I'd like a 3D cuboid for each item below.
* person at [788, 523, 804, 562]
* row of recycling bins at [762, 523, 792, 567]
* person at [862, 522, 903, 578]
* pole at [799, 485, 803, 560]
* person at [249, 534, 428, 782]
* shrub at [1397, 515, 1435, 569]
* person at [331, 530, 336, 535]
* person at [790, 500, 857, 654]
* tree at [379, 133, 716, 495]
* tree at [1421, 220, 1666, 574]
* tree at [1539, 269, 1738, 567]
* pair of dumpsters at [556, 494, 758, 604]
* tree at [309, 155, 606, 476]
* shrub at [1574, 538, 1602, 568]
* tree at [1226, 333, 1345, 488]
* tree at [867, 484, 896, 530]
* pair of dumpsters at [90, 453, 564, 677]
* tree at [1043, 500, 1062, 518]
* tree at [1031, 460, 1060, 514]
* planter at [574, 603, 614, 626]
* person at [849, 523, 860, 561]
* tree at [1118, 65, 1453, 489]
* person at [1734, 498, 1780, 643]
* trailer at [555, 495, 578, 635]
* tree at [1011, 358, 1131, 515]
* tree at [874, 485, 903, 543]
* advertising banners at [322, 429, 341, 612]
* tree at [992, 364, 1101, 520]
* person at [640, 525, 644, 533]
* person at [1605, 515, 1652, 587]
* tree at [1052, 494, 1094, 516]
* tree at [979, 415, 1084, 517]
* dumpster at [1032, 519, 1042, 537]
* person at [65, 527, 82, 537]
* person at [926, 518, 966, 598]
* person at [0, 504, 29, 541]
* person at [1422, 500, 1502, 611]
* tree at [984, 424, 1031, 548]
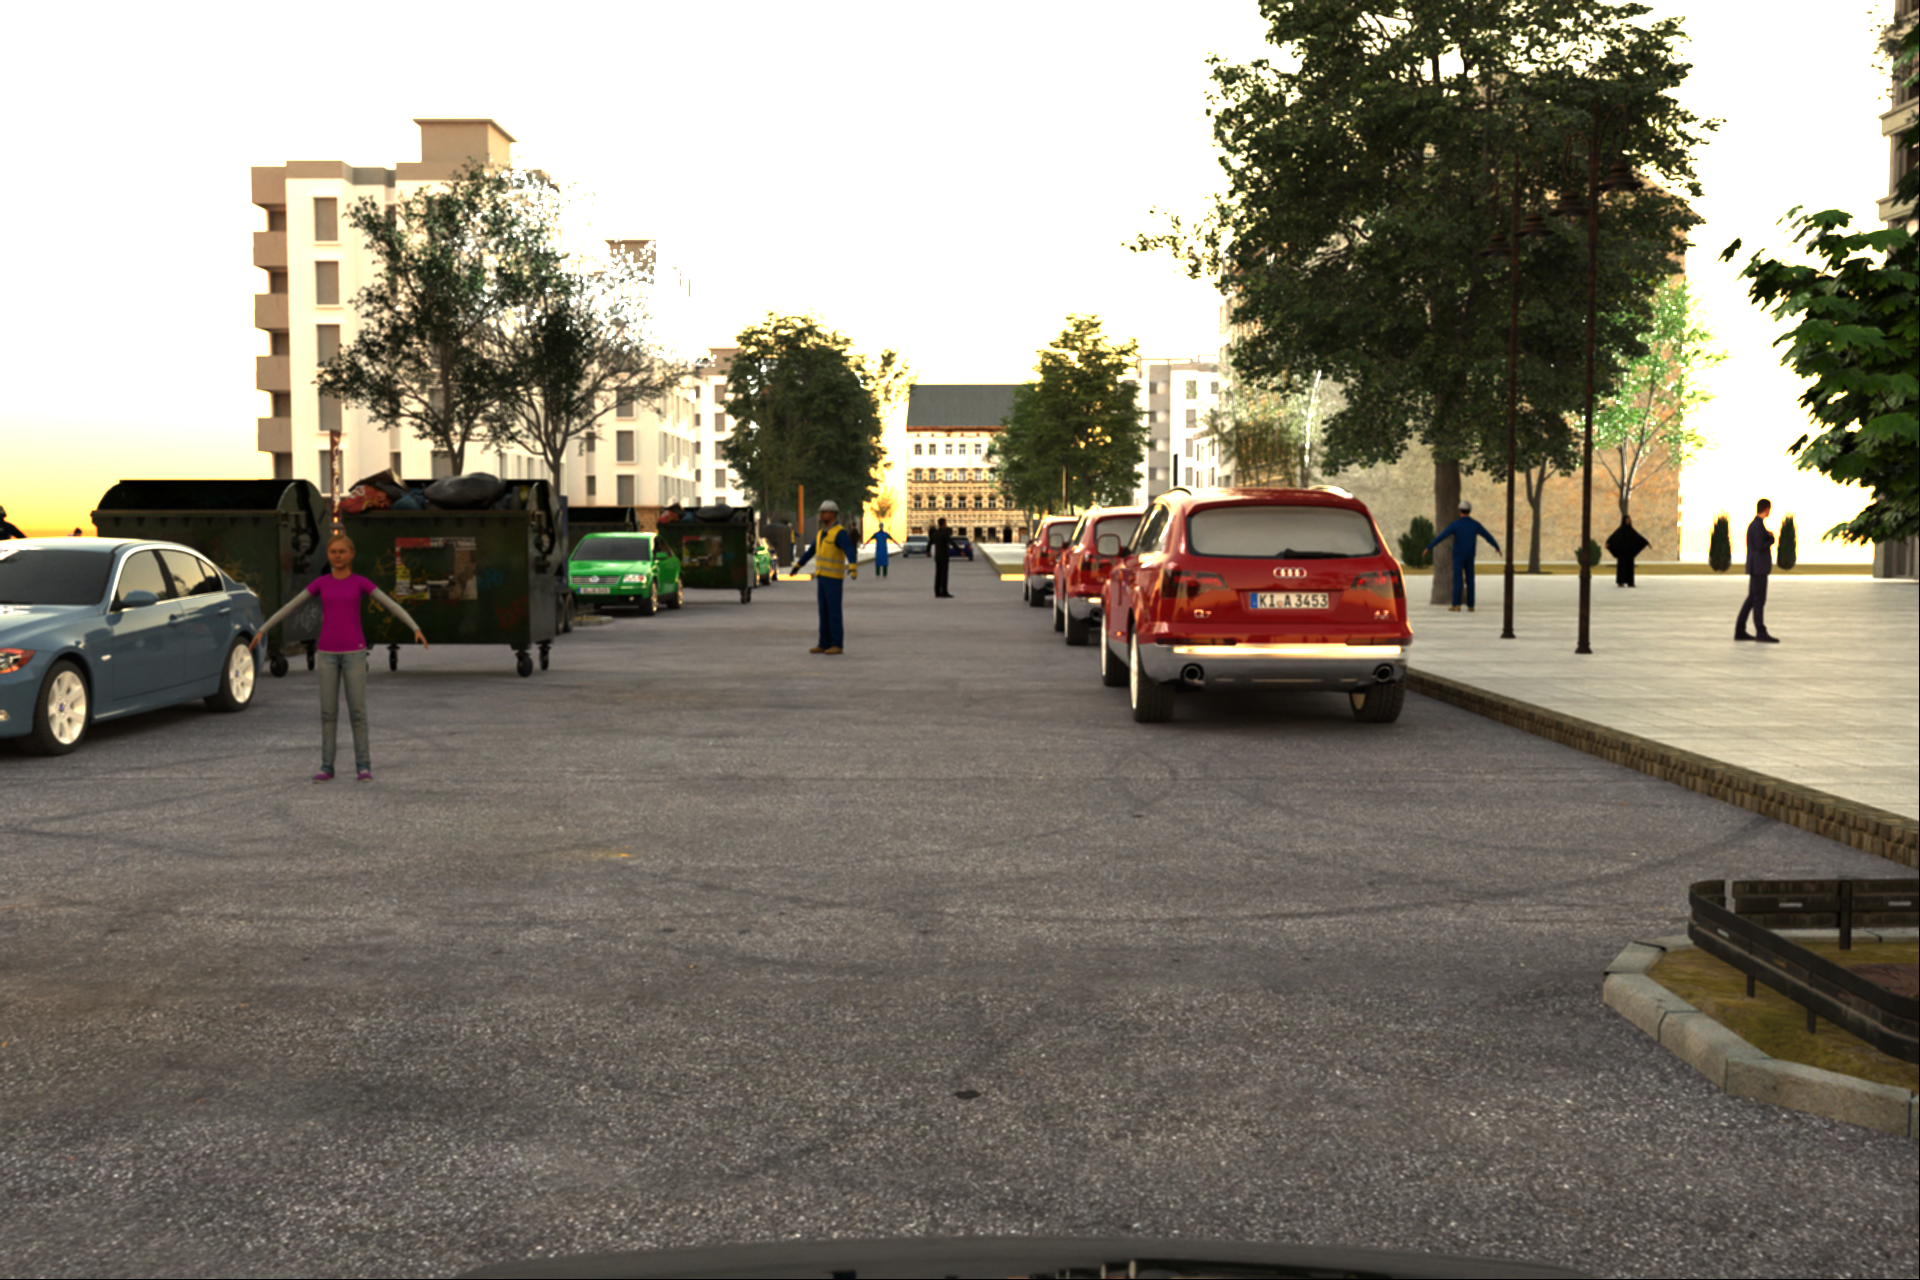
[{"bbox_3d":[-7.772,-4.467,79.492,1.216,1.772,0.721,-1,4,-23],"label":"person"},{"bbox_3d":[-7.209,-3.758,68.549,1.069,1.692,3.534,0,4,0],"label":"row of recycling bins"},{"bbox_3d":[-2.547,-2.923,56.373,1.347,1.817,0.704,-1,4,-12],"label":"person"},{"bbox_3d":[-6.628,-4.796,72.265,0.158,3.312,0.155,0,3,0],"label":"pole"},{"bbox_3d":[-3.581,0.105,10.008,0.991,1.433,0.599,-1,4,-9],"label":"person"},{"bbox_3d":[16.970,-3.637,63.885,1.690,2.028,1.600,0,3,0],"label":"shrub"},{"bbox_3d":[-22.587,-3.383,61.504,1.347,1.806,0.705,-2,4,-28],"label":"person"},{"bbox_3d":[-1.586,-0.754,20.757,0.705,1.833,1.349,-3,4,-38],"label":"person"},{"bbox_3d":[-12.555,-8.750,53.432,12.009,13.543,11.850,0,3,0],"label":"tree"},{"bbox_3d":[18.565,-7.953,55.790,9.928,11.665,9.643,0,3,0],"label":"tree"},{"bbox_3d":[26.157,-8.691,67.853,9.928,11.665,9.643,0,3,0],"label":"tree"},{"bbox_3d":[-6.448,-1.884,35.749,4.436,2.255,1.574,0,4,0],"label":"pair of dumpsters"},{"bbox_3d":[-11.993,-6.579,41.972,8.767,10.594,7.601,2,4,32],"label":"tree"},{"bbox_3d":[23.937,-3.355,65.964,1.383,1.207,1.383,0,3,0],"label":"shrub"},{"bbox_3d":[11.705,-6.668,59.386,4.360,8.622,3.978,0,3,0],"label":"tree"},{"bbox_3d":[-11.250,-18.135,246.876,4.737,8.622,4.395,0,3,0],"label":"tree"},{"bbox_3d":[-6.395,-0.779,17.690,4.436,2.255,1.574,0,4,0],"label":"pair of dumpsters"},{"bbox_3d":[6.652,-12.005,146.650,4.360,8.622,3.978,0,3,0],"label":"tree"},{"bbox_3d":[6.180,-11.244,134.199,4.360,8.622,3.978,0,3,0],"label":"tree"},{"bbox_3d":[-6.630,-0.401,27.697,1.991,0.319,1.994,0,4,0],"label":"planter"},{"bbox_3d":[-5.025,-4.628,81.810,0.704,1.812,1.346,2,4,26],"label":"person"},{"bbox_3d":[12.902,-13.205,71.798,12.611,20.169,13.585,0,3,0],"label":"tree"},{"bbox_3d":[9.520,-0.837,20.644,0.530,1.710,0.541,2,4,31],"label":"person"},{"bbox_3d":[-6.365,-1.043,24.103,1.471,1.999,3.904,0,3,0],"label":"trailer"},{"bbox_3d":[6.513,-10.752,101.556,9.928,11.665,9.643,0,3,0],"label":"tree"},{"bbox_3d":[-9.902,-18.408,251.326,4.360,8.622,3.978,0,3,0],"label":"tree"},{"bbox_3d":[-10.464,-1.969,28.376,0.090,3.025,2.074,0,4,0],"label":"advertising banners"},{"bbox_3d":[5.978,-12.011,114.501,7.486,12.596,7.792,0,3,0],"label":"tree"},{"bbox_3d":[-15.541,-4.716,83.912,0.721,1.733,1.217,0,4,-3],"label":"person"},{"bbox_3d":[16.202,-2.155,42.020,1.214,1.737,0.721,-1,4,-9],"label":"person"},{"bbox_3d":[16.536,-20.337,250.642,7.486,12.596,7.792,0,3,0],"label":"tree"},{"bbox_3d":[5.885,-11.642,124.763,8.767,10.594,7.601,-1,4,-19],"label":"tree"},{"bbox_3d":[2.915,-2.460,48.441,1.865,1.857,1.264,0,3,0],"label":"dumpster"},{"bbox_3d":[-21.002,-1.935,40.874,0.799,1.438,0.628,-1,4,-9],"label":"person"},{"bbox_3d":[-0.382,-1.863,39.149,0.704,1.802,1.346,-3,5,-40],"label":"person"},{"bbox_3d":[-18.276,-1.658,32.983,1.351,1.845,0.704,-1,4,-21],"label":"person"},{"bbox_3d":[8.374,-1.402,28.799,1.347,1.842,0.705,0,4,-3],"label":"person"},{"bbox_3d":[6.052,-14.073,155.841,9.928,11.665,9.643,0,3,0],"label":"tree"}]
